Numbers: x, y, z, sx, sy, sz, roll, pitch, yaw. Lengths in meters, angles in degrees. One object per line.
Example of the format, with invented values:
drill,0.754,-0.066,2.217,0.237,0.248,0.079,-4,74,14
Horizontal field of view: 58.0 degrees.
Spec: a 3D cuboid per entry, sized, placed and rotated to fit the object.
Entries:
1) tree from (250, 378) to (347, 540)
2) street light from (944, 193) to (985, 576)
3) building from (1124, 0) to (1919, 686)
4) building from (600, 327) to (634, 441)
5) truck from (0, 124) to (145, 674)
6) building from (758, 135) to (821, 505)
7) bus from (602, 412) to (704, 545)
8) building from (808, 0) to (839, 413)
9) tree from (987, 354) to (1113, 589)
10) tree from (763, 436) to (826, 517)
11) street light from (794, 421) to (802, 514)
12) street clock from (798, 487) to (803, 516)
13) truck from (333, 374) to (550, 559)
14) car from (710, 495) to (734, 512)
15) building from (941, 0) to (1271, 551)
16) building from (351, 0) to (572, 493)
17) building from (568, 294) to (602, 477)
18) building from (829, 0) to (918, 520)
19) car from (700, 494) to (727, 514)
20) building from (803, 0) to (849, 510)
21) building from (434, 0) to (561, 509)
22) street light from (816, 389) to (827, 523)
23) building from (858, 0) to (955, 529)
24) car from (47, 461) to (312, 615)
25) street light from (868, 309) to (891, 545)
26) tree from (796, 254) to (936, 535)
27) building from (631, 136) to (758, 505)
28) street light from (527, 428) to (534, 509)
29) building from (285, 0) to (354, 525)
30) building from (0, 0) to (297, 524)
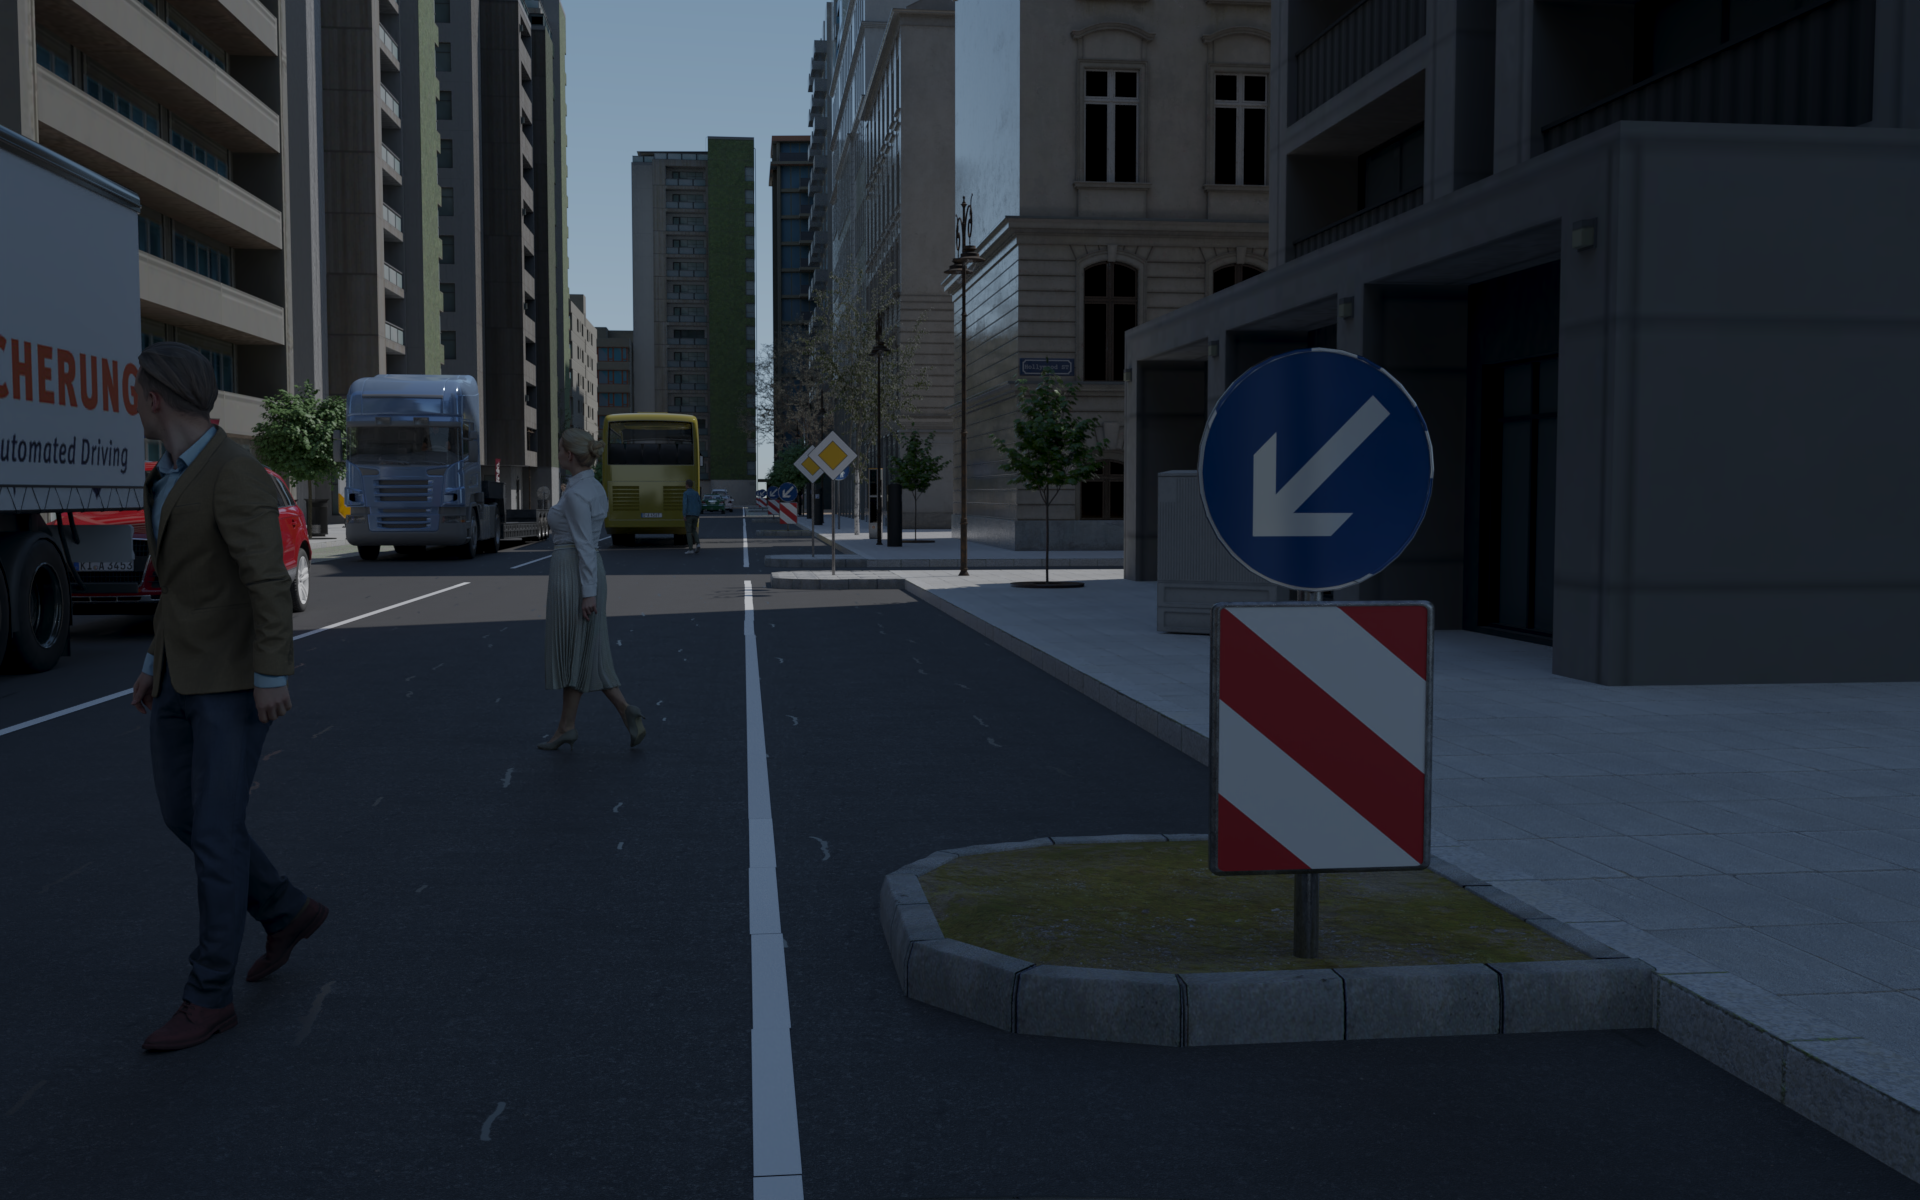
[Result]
tree,-18.446,-3.995,49.036,4.285,4.588,4.351,0,3,0
street light,0.061,-3.317,27.014,0.468,5.910,1.993,0,4,-7
building,13.880,-35.283,15.136,20.563,71.187,20.611,0,4,-7
building,-52.629,-21.946,203.856,28.899,21.520,27.650,0,4,-7
truck,-8.068,-1.316,10.433,2.839,4.237,11.283,0,4,-7
building,-9.739,-33.752,206.470,28.867,44.769,22.147,0,4,-7
bus,-9.079,-3.679,51.704,2.896,3.916,12.252,-1,4,-9
building,-3.396,-33.642,169.650,23.786,49.044,30.456,0,4,-7
tree,1.097,-1.789,23.852,1.663,3.219,1.824,0,3,0
tree,-9.022,-7.035,98.733,4.285,4.588,4.351,0,3,0
street light,-10.234,-8.338,109.117,0.468,5.910,1.993,0,4,-7
street clock,-9.525,-6.036,103.254,0.471,2.002,0.358,0,4,-1
truck,-12.830,-3.372,44.889,2.967,4.110,18.799,0,4,-8
car,-19.103,-7.714,138.483,2.083,1.381,4.827,-1,4,-8
building,17.395,-13.841,45.393,34.723,24.649,14.460,0,4,-7
building,-38.917,-27.773,137.680,14.154,41.232,14.086,0,4,-7
building,-50.760,-19.683,166.857,28.899,21.520,27.650,0,4,-7
building,-0.898,-19.478,95.964,11.434,29.767,29.804,0,4,-7
car,-17.979,-6.972,125.793,2.131,1.459,4.920,-1,4,-9
building,-0.892,-50.440,137.370,22.319,86.520,31.000,0,4,-7
building,-30.805,-19.988,98.508,14.160,30.474,14.107,0,4,-7
street light,-6.071,-6.331,76.307,0.468,5.910,1.993,0,4,-7
building,1.322,-13.606,71.603,9.793,20.994,18.267,0,4,-7
car,-8.734,-0.656,19.406,2.281,1.827,5.304,-1,4,-9
street light,-2.032,-4.324,43.482,0.468,5.910,1.993,0,4,-7
tree,-3.007,-6.347,54.136,4.360,8.622,3.978,0,3,0
building,-30.640,-31.623,200.633,14.086,41.232,14.154,0,4,-7
street light,-24.736,-7.747,99.446,0.468,5.910,1.993,0,4,-7
building,-31.113,-23.970,75.506,14.154,41.232,14.086,0,4,-7
building,-30.744,-25.642,42.949,21.300,48.544,21.600,0,4,-7
